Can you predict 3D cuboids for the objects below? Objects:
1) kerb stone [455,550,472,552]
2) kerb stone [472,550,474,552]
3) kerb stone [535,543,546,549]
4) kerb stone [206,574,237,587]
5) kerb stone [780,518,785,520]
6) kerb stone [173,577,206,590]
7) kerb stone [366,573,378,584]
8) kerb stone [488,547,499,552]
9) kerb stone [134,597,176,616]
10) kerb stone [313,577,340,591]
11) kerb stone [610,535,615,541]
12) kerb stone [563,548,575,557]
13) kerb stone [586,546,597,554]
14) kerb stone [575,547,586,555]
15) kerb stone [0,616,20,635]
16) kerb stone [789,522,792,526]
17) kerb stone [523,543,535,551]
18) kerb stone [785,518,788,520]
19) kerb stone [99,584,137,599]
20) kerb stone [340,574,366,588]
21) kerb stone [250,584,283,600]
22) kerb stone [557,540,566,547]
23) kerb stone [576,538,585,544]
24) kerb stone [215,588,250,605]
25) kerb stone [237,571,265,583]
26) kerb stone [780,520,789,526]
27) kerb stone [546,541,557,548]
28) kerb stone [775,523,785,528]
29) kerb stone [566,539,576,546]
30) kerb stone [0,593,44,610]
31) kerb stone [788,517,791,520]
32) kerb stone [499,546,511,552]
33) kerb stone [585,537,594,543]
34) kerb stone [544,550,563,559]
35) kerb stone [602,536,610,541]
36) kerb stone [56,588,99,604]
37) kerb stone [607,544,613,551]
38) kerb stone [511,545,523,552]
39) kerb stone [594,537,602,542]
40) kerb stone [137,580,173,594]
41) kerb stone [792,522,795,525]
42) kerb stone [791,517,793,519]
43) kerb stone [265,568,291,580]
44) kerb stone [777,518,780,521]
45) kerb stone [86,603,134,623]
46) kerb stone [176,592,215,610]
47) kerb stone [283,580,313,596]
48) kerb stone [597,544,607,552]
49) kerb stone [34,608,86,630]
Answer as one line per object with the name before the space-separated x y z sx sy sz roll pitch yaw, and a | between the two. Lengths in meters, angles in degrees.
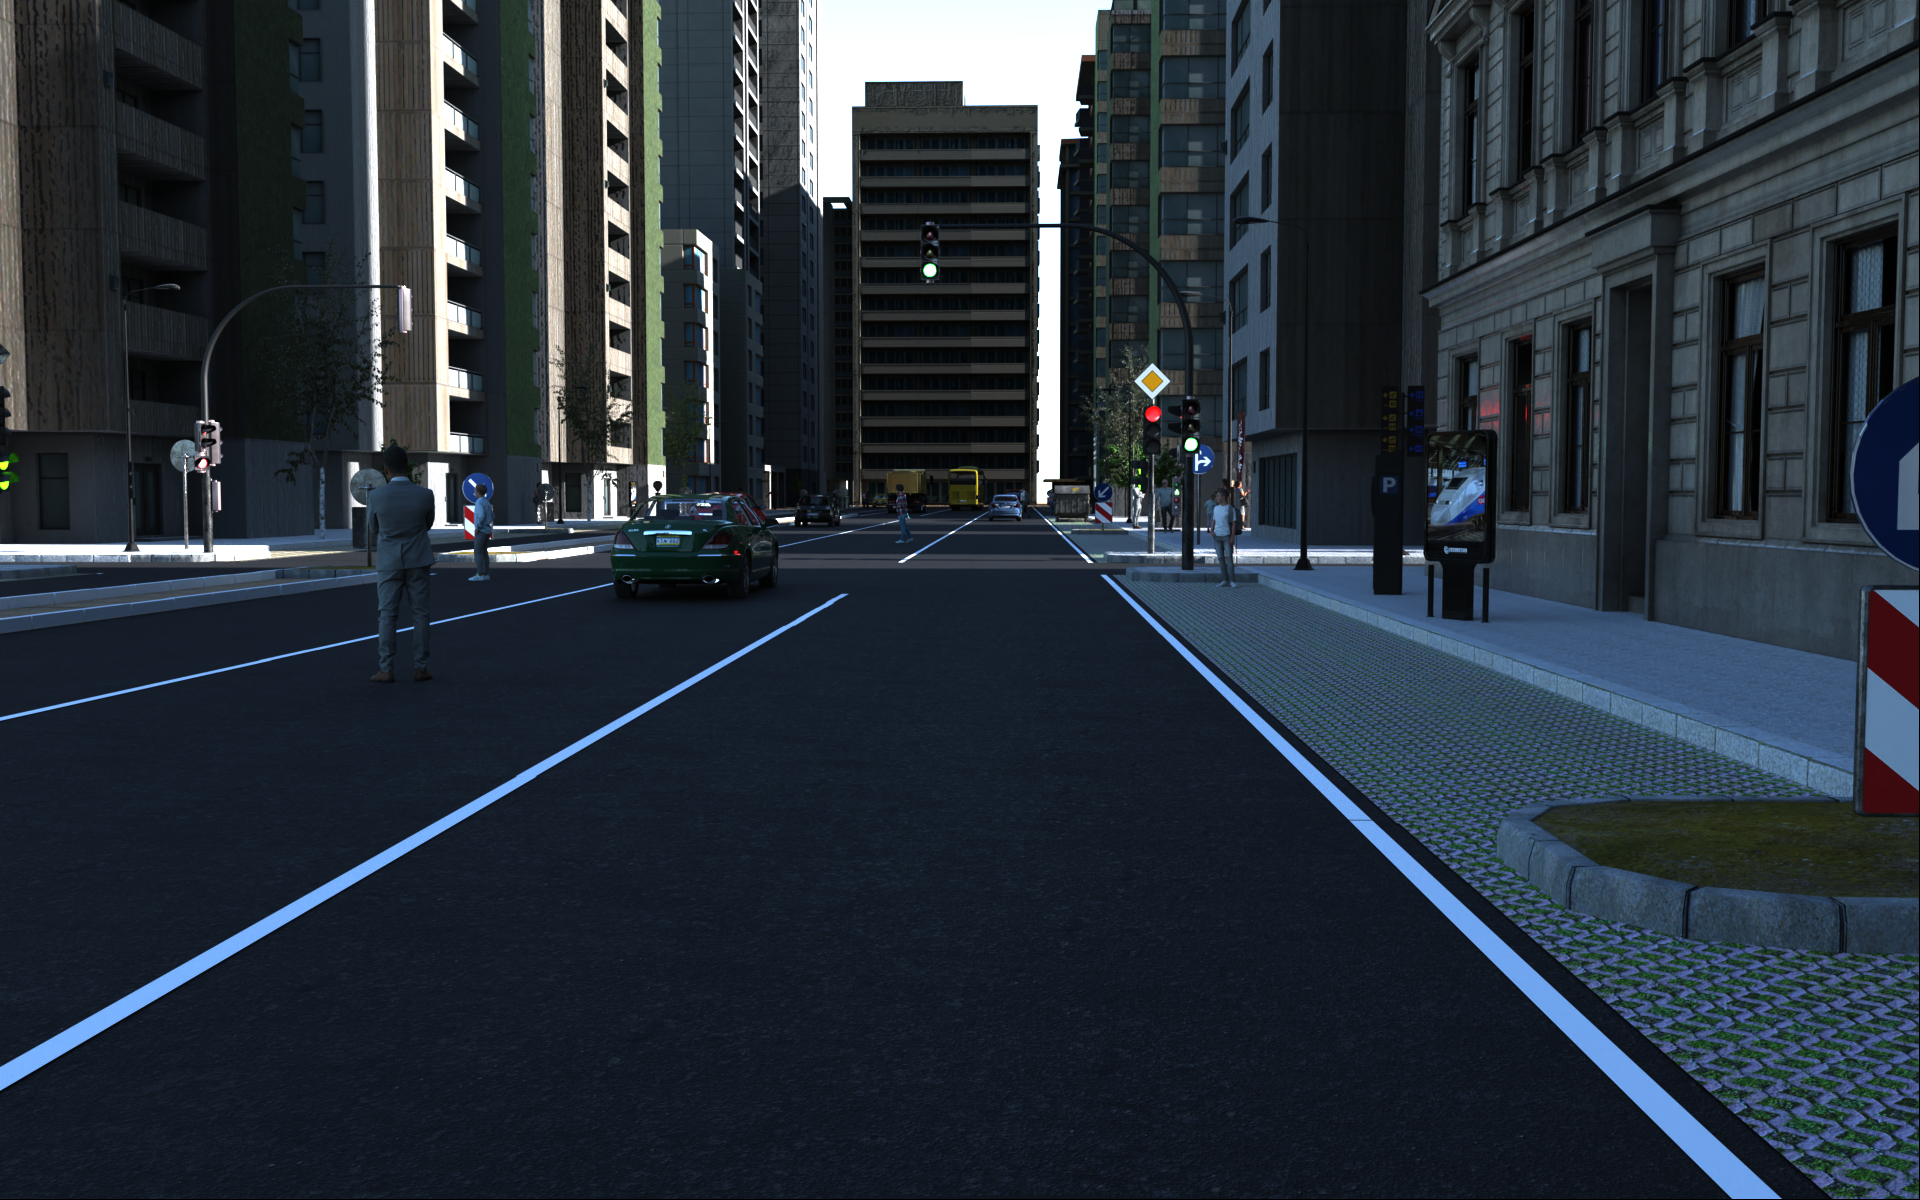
kerb stone | -11.220 -1.018 38.840 0.120 0.150 1.000 0 4 2
kerb stone | -11.196 -1.079 39.862 0.120 0.150 1.000 0 4 2
kerb stone | -11.021 -1.393 44.972 0.120 0.150 1.000 0 4 2
kerb stone | -11.623 -0.298 27.066 0.120 0.150 1.000 0 4 2
kerb stone | -9.441 -4.213 91.083 0.120 0.150 1.000 0 4 2
kerb stone | -11.668 -0.235 26.038 0.120 0.150 1.000 0 4 2
kerb stone | -9.496 -0.346 27.961 0.120 0.150 1.000 0 4 2
kerb stone | -11.154 -1.143 40.884 0.120 0.150 1.000 0 4 2
kerb stone | -9.742 0.091 20.791 0.120 0.150 1.000 0 4 2
kerb stone | -9.568 -0.227 25.911 0.120 0.150 1.000 0 4 2
kerb stone | -10.738 -1.895 53.178 0.120 0.150 1.000 0 4 2
kerb stone | -9.095 -1.077 39.801 0.120 0.150 1.000 0 4 2
kerb stone | -9.021 -1.202 41.855 0.120 0.150 1.000 0 4 2
kerb stone | -9.066 -1.140 40.828 0.120 0.150 1.000 0 4 2
kerb stone | -9.844 0.274 17.718 0.120 0.150 1.000 0 4 2
kerb stone | -7.796 -3.397 77.747 0.120 0.150 1.000 0 4 2
kerb stone | -11.052 -1.331 43.950 0.120 0.150 1.000 0 4 2
kerb stone | -9.402 -4.276 92.107 0.120 0.150 1.000 0 4 2
kerb stone | -11.738 -0.103 23.974 0.120 0.150 1.000 0 4 2
kerb stone | -9.533 -0.284 26.935 0.120 0.150 1.000 0 4 2
kerb stone | -9.640 -0.102 23.856 0.120 0.150 1.000 0 4 2
kerb stone | -10.955 -1.517 47.028 0.120 0.150 1.000 0 4 2
kerb stone | -10.885 -1.644 49.075 0.120 0.150 1.000 0 4 2
kerb stone | -9.674 -0.039 22.835 0.120 0.150 1.000 0 4 2
kerb stone | -11.588 -0.356 28.089 0.120 0.150 1.000 0 4 2
kerb stone | -7.835 -3.335 76.719 0.120 0.150 1.000 0 4 2
kerb stone | -10.977 -1.448 46.007 0.120 0.150 1.000 0 4 2
kerb stone | -7.875 -3.272 75.691 0.120 0.150 1.000 0 4 2
kerb stone | -10.913 -1.581 48.050 0.120 0.150 1.000 0 4 2
kerb stone | -11.809 0.017 21.920 0.120 0.150 1.000 0 4 2
kerb stone | -9.372 -4.339 93.133 0.120 0.150 1.000 0 4 2
kerb stone | -11.131 -1.203 41.906 0.120 0.150 1.000 0 4 2
kerb stone | -10.839 -1.707 50.103 0.120 0.150 1.000 0 4 2
kerb stone | -9.130 -1.014 38.774 0.120 0.150 1.000 0 4 2
kerb stone | -10.779 -1.832 52.146 0.120 0.150 1.000 0 4 2
kerb stone | -11.766 -0.046 22.950 0.120 0.150 1.000 0 4 2
kerb stone | -8.957 -1.327 43.899 0.120 0.150 1.000 0 4 2
kerb stone | -11.086 -1.264 42.927 0.120 0.150 1.000 0 4 2
kerb stone | -10.809 -1.769 51.125 0.120 0.150 1.000 0 4 2
kerb stone | -11.707 -0.169 25.010 0.120 0.150 1.000 0 4 2
kerb stone | -7.754 -3.458 78.768 0.120 0.150 1.000 0 4 2
kerb stone | -9.338 -4.401 94.157 0.120 0.150 1.000 0 4 2
kerb stone | -11.564 -0.423 29.116 0.120 0.150 1.000 0 4 2
kerb stone | -9.515 -4.088 89.036 0.120 0.150 1.000 0 4 2
kerb stone | -9.777 0.149 19.767 0.120 0.150 1.000 0 4 2
kerb stone | -9.707 0.023 21.814 0.120 0.150 1.000 0 4 2
kerb stone | -9.598 -0.164 24.885 0.120 0.150 1.000 0 4 2
kerb stone | -8.983 -1.257 42.877 0.120 0.150 1.000 0 4 2
kerb stone | -9.810 0.211 18.741 0.120 0.150 1.000 0 4 2
